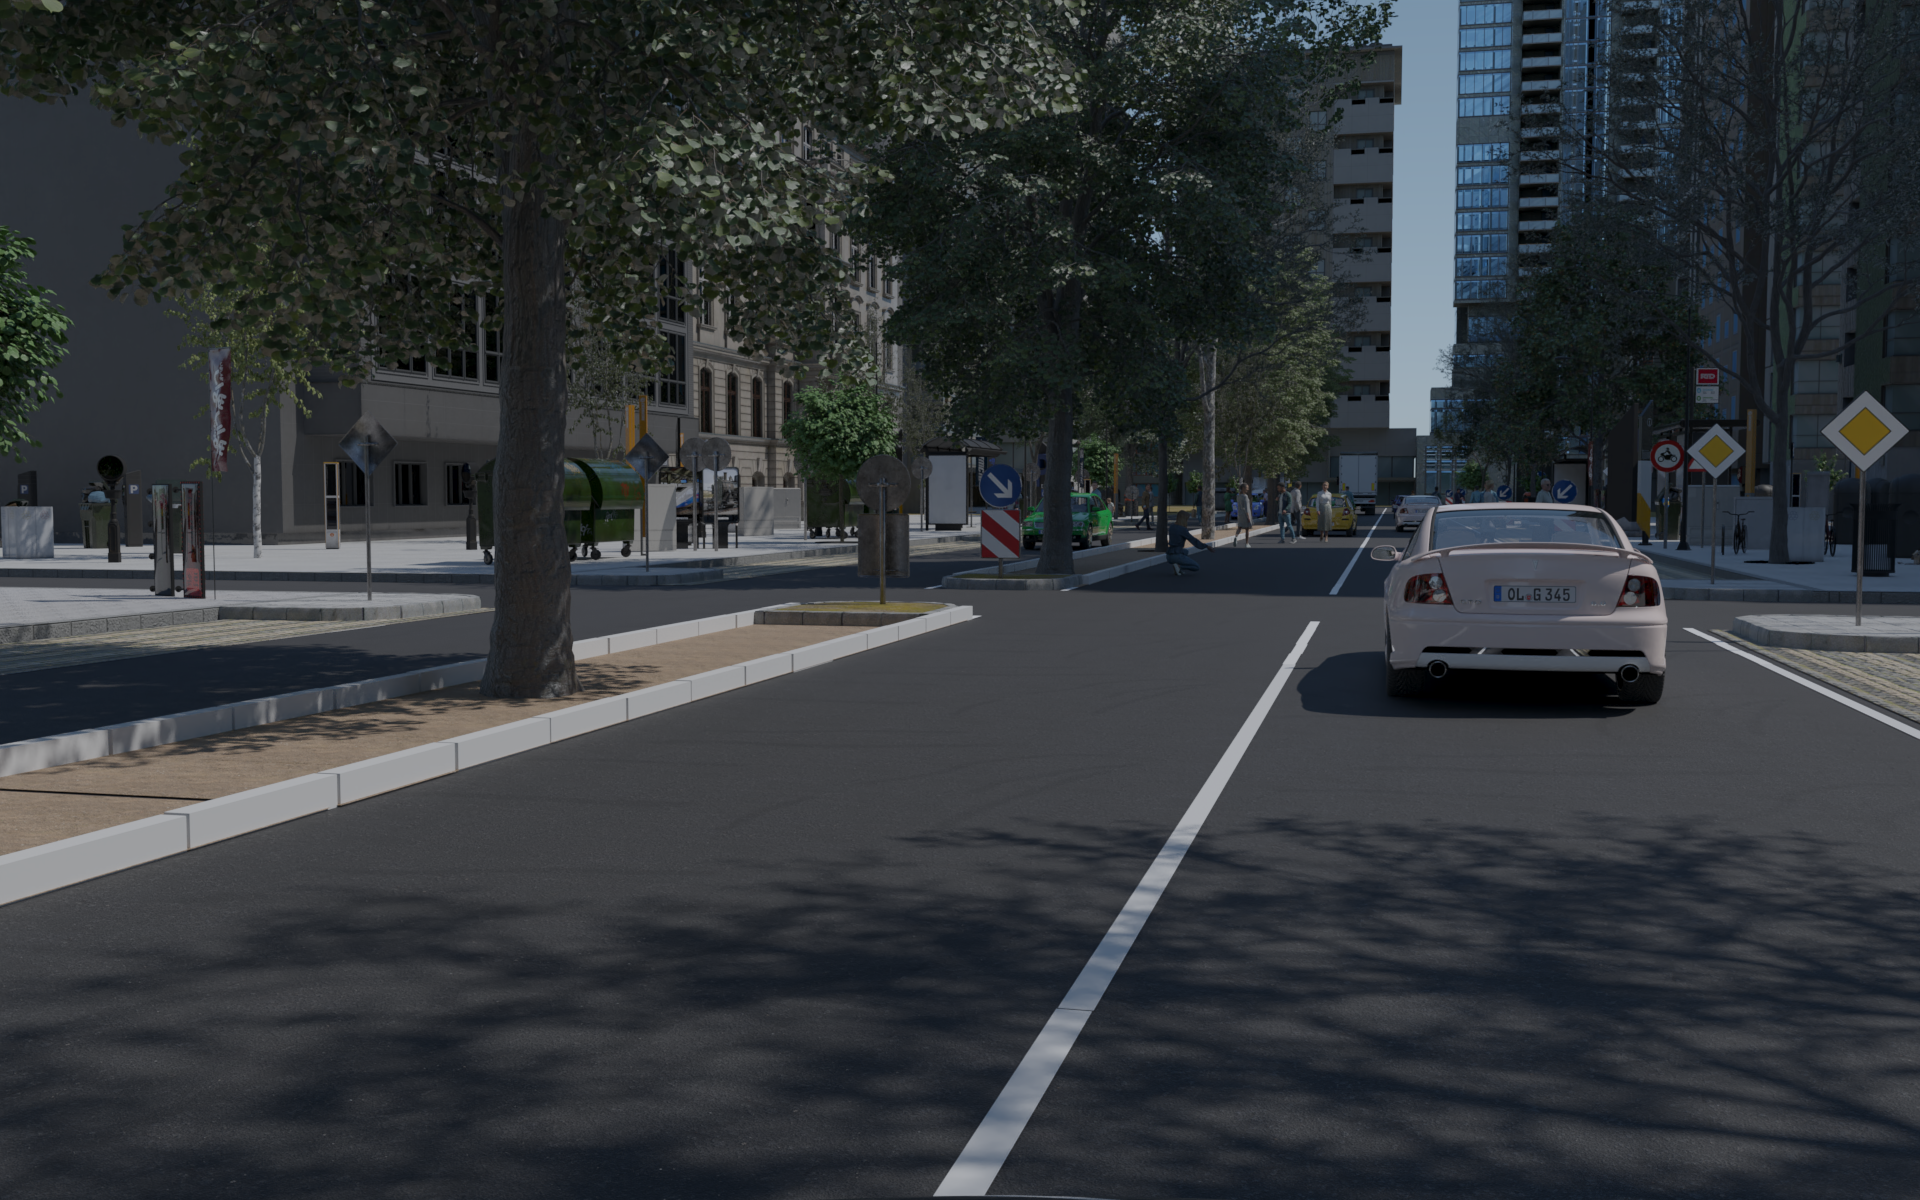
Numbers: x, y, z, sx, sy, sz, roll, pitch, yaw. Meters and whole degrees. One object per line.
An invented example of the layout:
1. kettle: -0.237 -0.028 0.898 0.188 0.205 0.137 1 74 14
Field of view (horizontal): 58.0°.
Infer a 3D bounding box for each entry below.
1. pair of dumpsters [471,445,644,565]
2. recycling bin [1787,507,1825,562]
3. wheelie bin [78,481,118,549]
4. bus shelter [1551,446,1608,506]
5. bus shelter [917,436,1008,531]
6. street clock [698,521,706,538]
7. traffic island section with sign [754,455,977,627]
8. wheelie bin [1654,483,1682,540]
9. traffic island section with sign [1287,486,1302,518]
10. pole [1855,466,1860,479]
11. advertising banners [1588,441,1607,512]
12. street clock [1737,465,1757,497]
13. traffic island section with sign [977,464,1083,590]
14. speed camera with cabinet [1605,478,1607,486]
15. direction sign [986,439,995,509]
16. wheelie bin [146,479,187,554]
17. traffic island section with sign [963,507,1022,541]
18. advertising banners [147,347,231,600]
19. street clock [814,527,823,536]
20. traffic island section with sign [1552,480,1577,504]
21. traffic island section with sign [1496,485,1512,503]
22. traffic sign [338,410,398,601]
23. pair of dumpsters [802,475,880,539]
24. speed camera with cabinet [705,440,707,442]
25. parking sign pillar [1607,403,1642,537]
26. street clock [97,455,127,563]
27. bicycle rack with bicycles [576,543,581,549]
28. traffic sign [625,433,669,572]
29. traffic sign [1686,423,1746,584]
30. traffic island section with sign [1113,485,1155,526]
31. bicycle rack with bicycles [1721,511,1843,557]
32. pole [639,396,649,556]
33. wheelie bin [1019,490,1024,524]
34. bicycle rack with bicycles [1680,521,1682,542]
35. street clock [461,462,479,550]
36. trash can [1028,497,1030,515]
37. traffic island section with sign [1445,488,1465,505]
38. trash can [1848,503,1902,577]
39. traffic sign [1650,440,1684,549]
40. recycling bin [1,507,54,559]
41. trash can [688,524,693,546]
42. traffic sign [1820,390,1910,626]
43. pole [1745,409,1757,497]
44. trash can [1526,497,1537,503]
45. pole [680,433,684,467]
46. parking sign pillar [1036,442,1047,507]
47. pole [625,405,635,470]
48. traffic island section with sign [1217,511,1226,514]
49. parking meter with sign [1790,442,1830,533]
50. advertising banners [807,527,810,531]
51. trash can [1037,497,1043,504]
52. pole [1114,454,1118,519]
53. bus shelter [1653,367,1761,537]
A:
1. pair of dumpsters: -7.656 -1.877 33.176 1.574 2.255 4.437 1 4 14
2. recycling bin: 16.129 -1.258 33.124 0.722 1.027 0.722 2 4 26
3. wheelie bin: -20.297 -2.011 40.790 0.980 1.594 0.693 2 4 35
4. bus shelter: 26.550 -4.932 74.554 2.014 3.302 5.546 1 4 14
5. bus shelter: 0.141 -4.212 62.785 2.014 3.302 5.546 1 4 14
6. street clock: -7.581 -2.828 50.808 0.471 2.002 0.358 3 5 42
7. traffic island section with sign: -1.047 -0.700 19.578 2.006 1.907 1.989 1 4 14
8. wheelie bin: 19.802 -2.476 48.398 0.693 1.594 0.980 1 4 13
9. traffic island section with sign: 19.067 -5.597 99.645 2.006 1.907 1.989 1 4 14
10. pole: 29.737 -3.883 57.337 0.158 3.312 0.155 0 3 0
11. advertising banners: 20.640 -3.664 56.090 0.090 3.025 2.074 0 4 4
12. street clock: 19.880 -2.400 43.804 0.358 2.002 0.471 -1 4 -15
13. traffic island section with sign: 0.768 -1.139 26.760 2.006 1.907 1.989 1 4 14
14. speed camera with cabinet: 36.599 -6.172 95.252 2.038 3.252 0.660 2 4 27
15. direction sign: 1.059 -4.729 69.309 0.876 3.537 0.379 -3 4 -37
16. wheelie bin: -17.062 -1.808 37.461 0.980 1.594 0.693 -1 4 -9
17. traffic island section with sign: 1.276 -2.708 52.904 1.989 1.847 2.006 1 4 14
18. advertising banners: -9.449 -1.534 21.261 2.074 3.025 0.090 3 5 39
19. street clock: -4.297 -2.933 52.529 0.358 2.002 0.471 -2 4 -30
20. traffic island section with sign: 16.728 -2.437 48.476 1.989 1.847 2.006 1 4 14
21. traffic island section with sign: 23.288 -4.036 74.624 1.989 1.847 2.006 1 4 14
22. traffic sign: -7.105 -1.049 20.790 0.795 2.450 0.064 1 4 14
23. pair of dumpsters: -3.322 -2.985 51.298 1.574 2.255 4.437 1 4 14
24. speed camera with cabinet: -8.764 -4.231 63.516 2.038 3.252 0.660 -3 4 -36
25. parking sign pillar: 20.025 -3.890 52.076 1.447 3.967 1.447 -1 4 -12
26. street clock: -15.816 -1.699 32.349 0.471 2.002 0.358 -1 4 -10
27. bicycle rack with bicycles: -9.753 -1.738 41.799 2.852 0.926 2.925 0 4 3
28. traffic sign: -5.159 -1.522 28.535 0.795 2.450 0.064 1 4 14
29. traffic sign: 10.689 -1.279 24.548 0.795 2.450 0.064 1 4 14
30. traffic island section with sign: 7.839 -4.307 79.051 1.989 1.847 2.006 1 4 14
31. bicycle rack with bicycles: 17.369 -1.438 36.901 2.852 0.926 2.925 2 4 24
32. pole: -6.563 -2.576 35.959 0.158 3.312 0.155 0 3 0
33. wheelie bin: 2.456 -4.058 74.251 0.693 1.594 0.980 -1 4 -17
34. bicycle rack with bicycles: 20.394 -1.980 45.762 2.852 0.926 2.925 -1 4 -16
35. street clock: -11.216 -2.150 39.722 0.471 2.002 0.358 3 5 44
36. trash can: 3.806 -5.070 94.544 0.748 1.137 0.748 0 3 0
37. traffic island section with sign: 35.667 -7.050 123.901 1.989 1.847 2.006 1 4 14
38. trash can: 14.238 -0.937 26.978 0.748 1.137 0.748 0 3 0
39. traffic sign: 16.554 -2.475 40.577 0.768 2.556 0.104 1 4 22
40. recycling bin: -18.632 -1.349 34.609 0.722 1.027 0.722 3 4 38
41. trash can: -6.909 -1.924 43.105 0.748 1.137 0.748 0 3 0
42. traffic sign: 8.744 -0.805 16.802 0.795 2.450 0.064 1 4 14
43. pole: 19.049 -2.930 41.753 0.158 3.312 0.155 0 3 0
44. trash can: 26.410 -4.156 79.596 0.748 1.137 0.748 0 3 0
45. pole: -9.338 -3.921 57.946 0.158 3.312 0.155 0 3 0
46. parking sign pillar: 4.199 -5.826 83.726 1.447 3.967 1.447 -3 5 -45
47. pole: -7.565 -2.809 39.778 0.158 3.312 0.155 0 3 0
48. traffic island section with sign: 19.941 -7.254 127.226 1.989 1.847 2.006 1 4 14
49. parking meter with sign: 28.690 -3.769 57.878 1.738 3.016 0.543 2 4 29
50. advertising banners: -5.277 -3.969 61.074 0.090 3.025 2.074 0 4 2
51. trash can: 3.810 -4.028 77.516 0.748 1.137 0.748 0 3 0
52. pole: 7.868 -5.721 87.376 0.158 3.312 0.155 0 3 0
53. bus shelter: 22.347 -4.590 52.680 2.179 5.291 8.768 1 4 14
